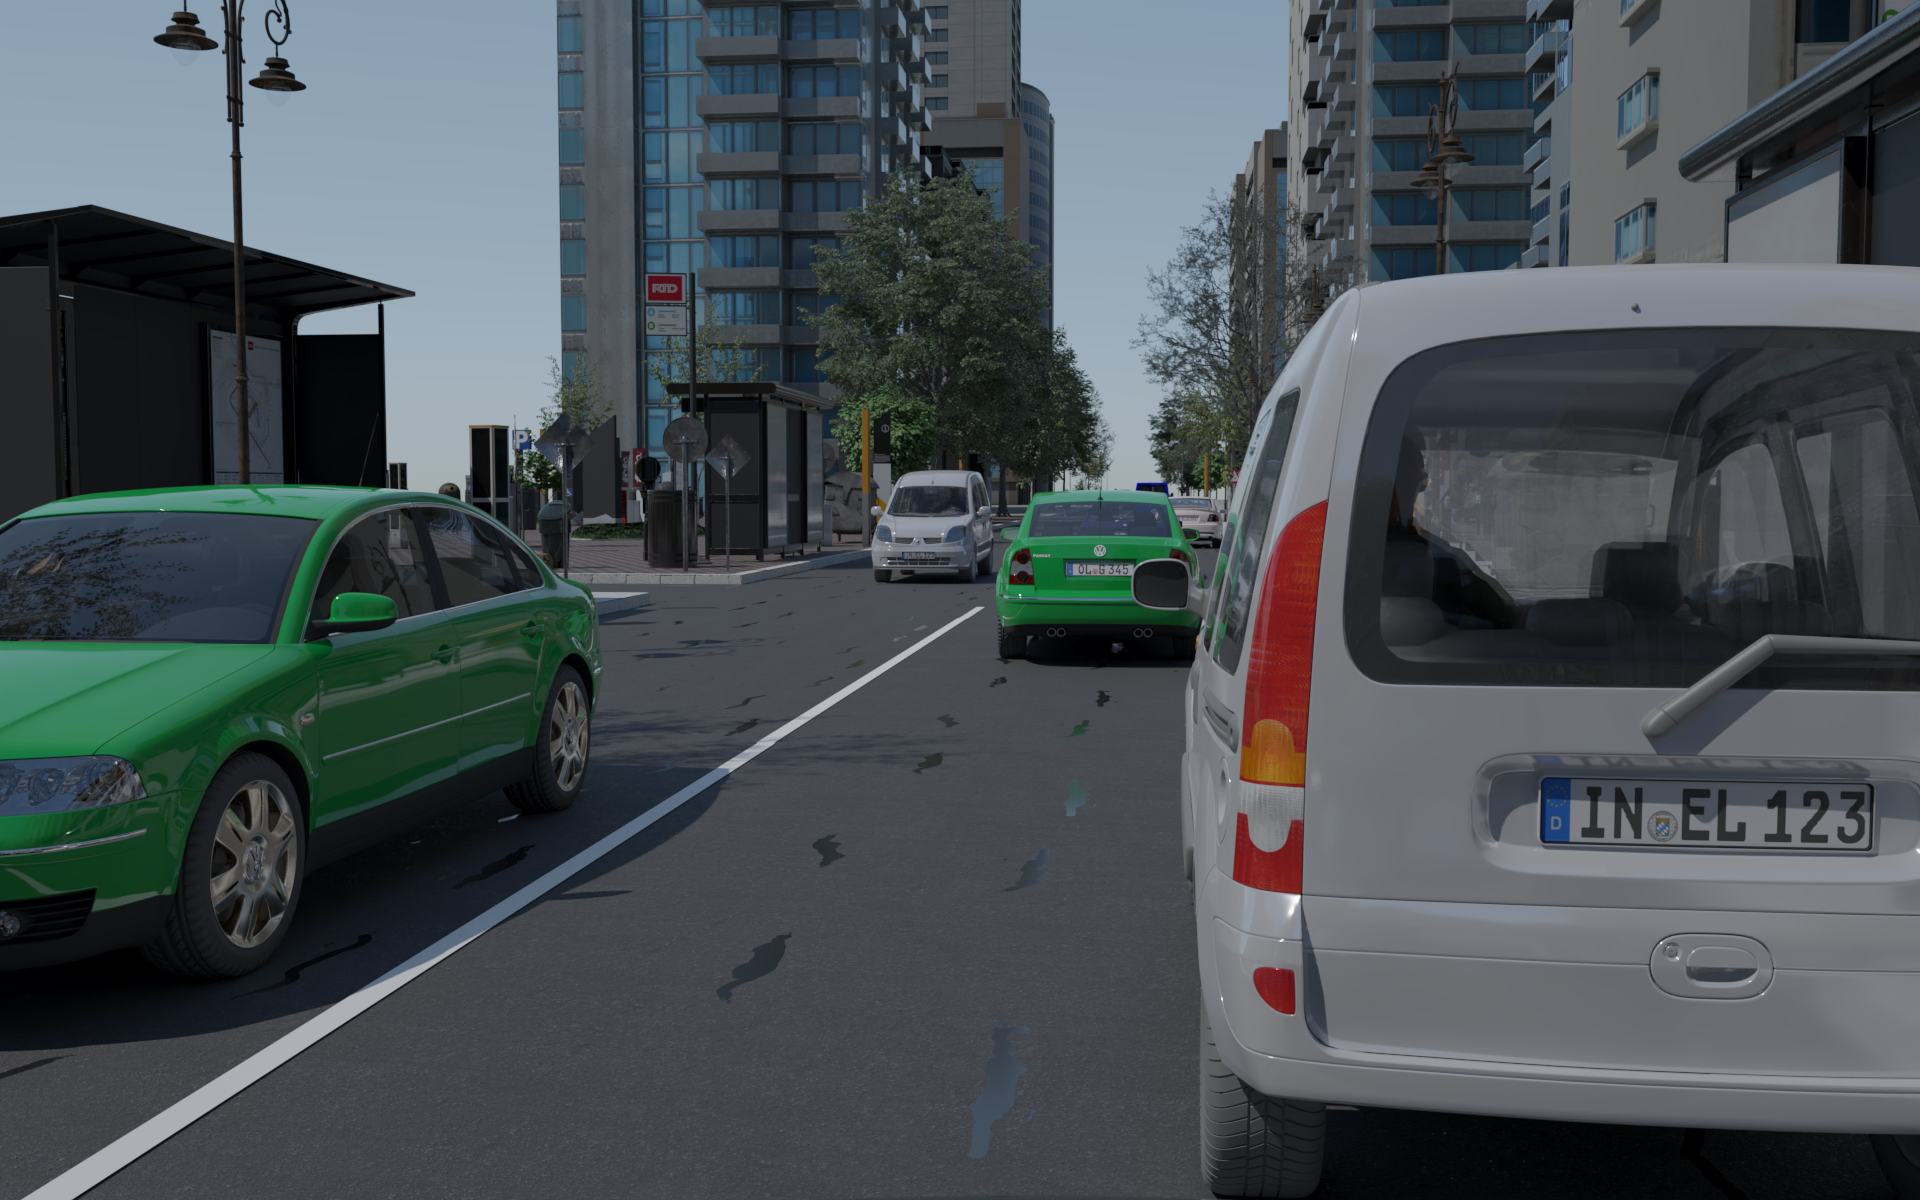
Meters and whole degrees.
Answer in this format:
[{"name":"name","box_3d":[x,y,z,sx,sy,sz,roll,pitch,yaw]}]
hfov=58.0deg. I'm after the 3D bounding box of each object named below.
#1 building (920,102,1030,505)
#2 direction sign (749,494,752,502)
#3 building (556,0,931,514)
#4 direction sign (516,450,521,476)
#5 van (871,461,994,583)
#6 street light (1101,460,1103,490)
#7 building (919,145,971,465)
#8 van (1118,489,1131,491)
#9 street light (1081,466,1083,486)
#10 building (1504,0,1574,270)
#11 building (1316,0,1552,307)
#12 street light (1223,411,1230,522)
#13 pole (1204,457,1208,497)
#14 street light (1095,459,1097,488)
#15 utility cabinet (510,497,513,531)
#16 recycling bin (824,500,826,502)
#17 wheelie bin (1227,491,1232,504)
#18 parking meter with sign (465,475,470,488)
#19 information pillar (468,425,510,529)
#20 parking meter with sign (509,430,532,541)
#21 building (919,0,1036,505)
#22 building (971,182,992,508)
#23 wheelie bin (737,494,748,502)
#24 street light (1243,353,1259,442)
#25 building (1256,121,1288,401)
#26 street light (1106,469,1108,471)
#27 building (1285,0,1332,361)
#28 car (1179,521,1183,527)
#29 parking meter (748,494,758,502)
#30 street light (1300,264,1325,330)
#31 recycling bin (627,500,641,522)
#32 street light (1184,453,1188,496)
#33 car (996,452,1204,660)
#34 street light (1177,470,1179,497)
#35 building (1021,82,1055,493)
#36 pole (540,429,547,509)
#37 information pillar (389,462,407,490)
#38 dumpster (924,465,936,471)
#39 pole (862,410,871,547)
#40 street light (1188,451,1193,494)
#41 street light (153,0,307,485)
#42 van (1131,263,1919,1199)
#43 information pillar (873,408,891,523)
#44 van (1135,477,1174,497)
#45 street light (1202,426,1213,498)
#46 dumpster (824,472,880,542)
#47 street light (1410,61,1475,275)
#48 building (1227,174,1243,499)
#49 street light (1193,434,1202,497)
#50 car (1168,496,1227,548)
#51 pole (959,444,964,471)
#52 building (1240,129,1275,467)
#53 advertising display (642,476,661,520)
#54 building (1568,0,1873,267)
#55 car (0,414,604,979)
[{"name":"building","box_3d":[0.683,-33.802,202.774,14.600,45.320,14.200,0,4,7]},{"name":"direction sign","box_3d":[-5.036,-3.039,41.677,0.379,3.537,0.876,1,4,8]},{"name":"building","box_3d":[-14.070,-30.655,120.814,23.786,49.044,30.456,0,4,7]},{"name":"direction sign","box_3d":[-21.353,-5.623,83.933,0.379,3.537,0.876,0,4,6]},{"name":"van","box_3d":[-0.413,-1.369,29.391,2.013,2.044,4.112,0,4,7]},{"name":"street light","box_3d":[19.054,-15.920,233.074,0.468,5.910,1.993,0,4,7]},{"name":"building","box_3d":[-7.088,-22.767,143.946,14.160,30.474,14.107,0,4,7]},{"name":"van","box_3d":[21.039,-13.346,222.584,2.240,2.365,5.245,0,4,8]},{"name":"street light","box_3d":[12.157,-12.209,172.404,0.468,5.910,1.993,0,4,7]},{"name":"building","box_3d":[35.559,-46.958,80.439,22.319,86.520,31.000,0,4,7]},{"name":"building","box_3d":[37.648,-30.886,124.599,23.786,49.044,30.456,0,4,7]},{"name":"street light","box_3d":[12.152,-6.504,79.134,0.468,5.910,1.993,0,4,7]},{"name":"pole","box_3d":[13.417,-6.147,94.343,0.158,3.312,0.155,0,3,0]},{"name":"street light","box_3d":[16.488,-14.568,210.975,0.468,5.910,1.993,0,4,7]},{"name":"utility cabinet","box_3d":[-10.792,-1.809,40.731,0.306,1.237,1.020,-2,4,-31]},{"name":"recycling bin","box_3d":[-5.862,-3.719,73.359,0.722,1.027,0.722,0,4,-6]},{"name":"wheelie bin","box_3d":[15.917,-5.689,100.928,0.693,1.594,0.980,0,4,3]},{"name":"parking meter with sign","box_3d":[-19.599,-4.515,70.075,1.738,3.016,0.543,1,4,18]},{"name":"information pillar","box_3d":[-5.022,-0.858,18.528,0.304,2.012,0.304,1,4,20]},{"name":"parking meter with sign","box_3d":[-12.070,-3.050,46.134,0.543,3.016,1.738,1,4,15]},{"name":"building","box_3d":[-0.617,-47.843,220.491,20.563,71.187,20.611,0,4,7]},{"name":"building","box_3d":[-4.745,-23.625,157.963,14.160,30.474,14.107,0,4,7]},{"name":"wheelie bin","box_3d":[-13.216,-5.983,105.731,0.693,1.594,0.980,-3,5,-42]},{"name":"street light","box_3d":[9.562,-5.153,57.038,0.468,5.910,1.993,0,4,7]},{"name":"building","box_3d":[42.952,-34.123,208.029,14.600,45.320,14.200,0,4,7]},{"name":"street light","box_3d":[21.690,-17.277,255.270,0.468,5.910,1.993,0,4,7]},{"name":"building","box_3d":[43.434,-34.493,153.203,28.713,52.752,27.495,0,4,7]},{"name":"car","box_3d":[2.903,-1.076,30.173,1.945,1.354,3.894,0,4,6]},{"name":"parking meter","box_3d":[-7.137,-3.143,59.794,0.372,1.533,0.369,0,3,0]},{"name":"street light","box_3d":[7.122,-3.800,34.925,0.468,5.910,1.993,0,4,7]},{"name":"recycling bin","box_3d":[-12.946,-3.398,68.115,0.722,1.027,0.722,-1,4,-13]},{"name":"street light","box_3d":[23.580,-12.561,178.153,0.468,5.910,1.993,0,4,7]},{"name":"car","box_3d":[1.328,-0.467,16.427,1.959,1.807,4.718,0,4,5]},{"name":"street light","box_3d":[30.378,-16.210,237.828,0.468,5.910,1.993,0,4,7]},{"name":"building","box_3d":[1.963,-43.012,245.245,21.231,58.520,28.212,0,4,7]},{"name":"pole","box_3d":[-13.004,-3.686,54.102,0.158,3.312,0.155,0,3,0]},{"name":"information pillar","box_3d":[-13.081,-2.194,40.356,0.304,2.012,0.304,1,4,18]},{"name":"dumpster","box_3d":[-1.317,-3.355,57.342,1.502,2.255,1.985,0,4,6]},{"name":"pole","box_3d":[-2.266,-2.940,41.906,0.158,3.312,0.155,0,3,0]},{"name":"street light","box_3d":[21.008,-11.175,155.497,0.468,5.910,1.993,0,4,7]},{"name":"street light","box_3d":[-5.975,-2.543,14.371,0.468,5.910,1.993,0,4,7]},{"name":"van","box_3d":[1.473,0.135,4.808,2.013,2.044,4.112,0,4,7]},{"name":"information pillar","box_3d":[-2.110,-3.424,47.330,0.504,3.616,0.183,0,4,-1]},{"name":"van","box_3d":[10.266,-5.385,92.424,2.240,2.365,5.245,0,4,7]},{"name":"street light","box_3d":[15.684,-8.349,109.299,0.468,5.910,1.993,0,4,7]},{"name":"dumpster","box_3d":[-2.876,-2.445,45.735,1.264,1.857,1.865,0,4,6]},{"name":"street light","box_3d":[5.274,-2.832,19.091,0.468,5.910,1.993,0,4,7]},{"name":"building","box_3d":[49.551,-38.139,247.270,21.300,48.544,21.600,0,4,7]},{"name":"street light","box_3d":[18.282,-9.761,132.386,0.468,5.910,1.993,0,4,7]},{"name":"car","box_3d":[6.272,-2.152,47.550,2.083,1.381,4.827,0,4,8]},{"name":"pole","box_3d":[0.072,-4.697,70.637,0.158,3.312,0.155,0,3,0]},{"name":"building","box_3d":[48.264,-36.800,225.387,21.300,48.544,21.600,0,4,7]},{"name":"advertising display","box_3d":[-10.697,-3.361,60.166,0.123,1.923,0.974,2,4,25]},{"name":"building","box_3d":[27.235,-25.629,42.733,21.600,48.544,21.300,0,4,7]},{"name":"car","box_3d":[-2.800,0.134,6.601,1.959,1.807,4.718,0,4,7]}]
